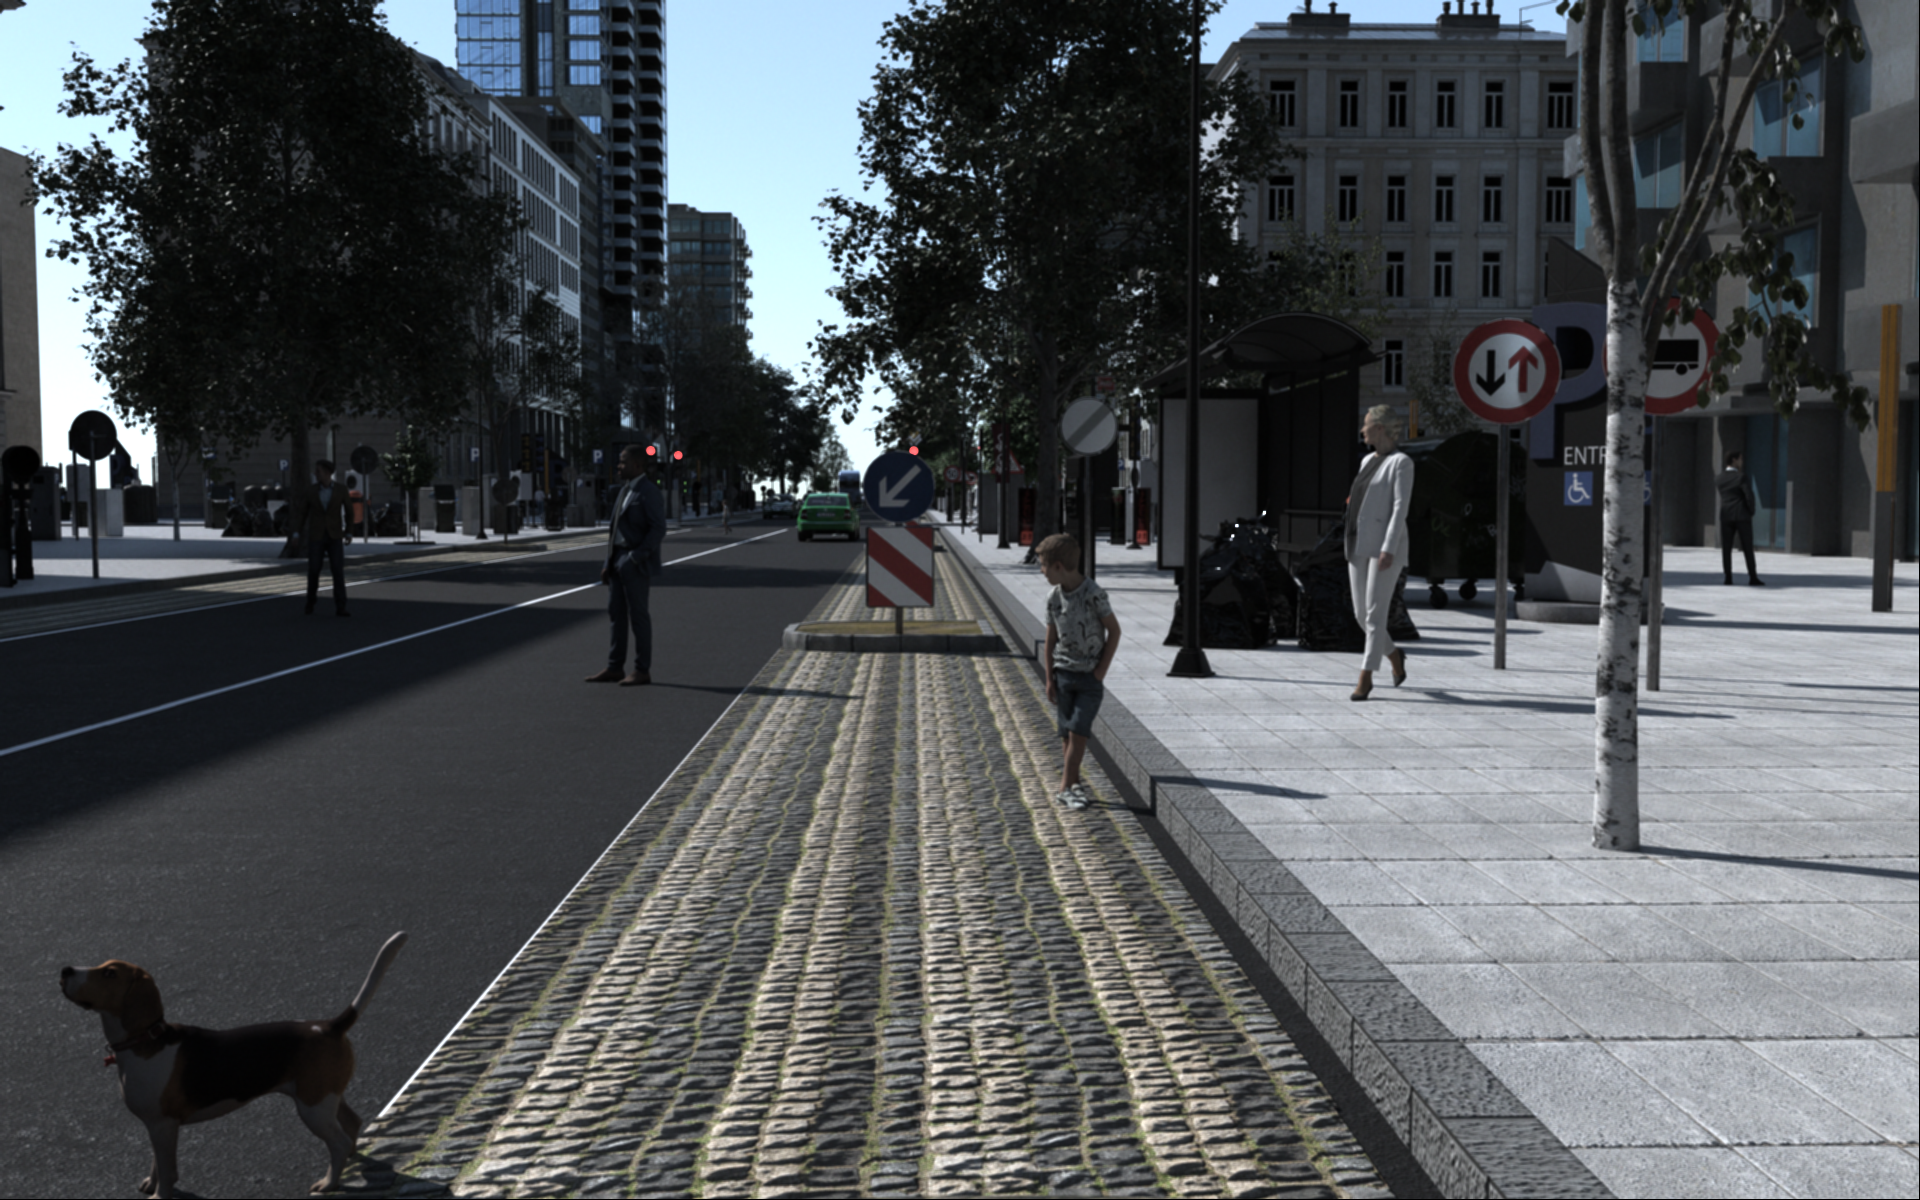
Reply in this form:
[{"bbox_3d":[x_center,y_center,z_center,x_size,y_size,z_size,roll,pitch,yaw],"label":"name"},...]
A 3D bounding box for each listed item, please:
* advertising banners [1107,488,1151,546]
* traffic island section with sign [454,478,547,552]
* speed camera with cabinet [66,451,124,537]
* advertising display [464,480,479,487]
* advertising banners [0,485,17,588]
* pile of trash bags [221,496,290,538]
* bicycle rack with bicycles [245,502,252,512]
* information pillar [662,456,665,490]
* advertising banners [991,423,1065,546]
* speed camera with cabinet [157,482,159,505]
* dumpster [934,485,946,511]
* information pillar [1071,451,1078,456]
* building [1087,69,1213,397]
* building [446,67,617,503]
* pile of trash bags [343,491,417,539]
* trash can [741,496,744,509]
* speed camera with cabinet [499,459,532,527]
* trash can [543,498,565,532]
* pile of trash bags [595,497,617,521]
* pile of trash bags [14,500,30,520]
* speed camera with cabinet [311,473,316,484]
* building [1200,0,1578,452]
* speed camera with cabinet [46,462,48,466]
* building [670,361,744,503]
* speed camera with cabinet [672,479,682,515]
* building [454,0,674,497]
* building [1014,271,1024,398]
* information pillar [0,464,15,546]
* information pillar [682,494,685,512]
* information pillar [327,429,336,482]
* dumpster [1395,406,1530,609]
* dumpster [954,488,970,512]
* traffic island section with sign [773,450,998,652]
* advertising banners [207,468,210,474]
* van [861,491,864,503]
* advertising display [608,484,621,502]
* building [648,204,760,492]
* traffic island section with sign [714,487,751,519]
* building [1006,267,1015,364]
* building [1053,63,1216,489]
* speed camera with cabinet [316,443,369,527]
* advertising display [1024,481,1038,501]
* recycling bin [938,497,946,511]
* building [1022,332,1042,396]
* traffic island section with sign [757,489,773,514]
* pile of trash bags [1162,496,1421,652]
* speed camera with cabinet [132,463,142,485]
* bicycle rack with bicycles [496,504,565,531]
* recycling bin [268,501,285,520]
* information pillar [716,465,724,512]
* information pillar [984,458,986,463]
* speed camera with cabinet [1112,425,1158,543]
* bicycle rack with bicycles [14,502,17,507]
[{"bbox_3d":[4.528,-2.873,43.166,2.074,3.025,0.090,3,5,42],"label":"advertising banners"},{"bbox_3d":[-11.454,-2.126,43.392,1.989,1.847,2.006,0,4,-2],"label":"traffic island section with sign"},{"bbox_3d":[-26.214,-3.554,52.437,2.038,3.252,0.660,2,4,32],"label":"speed camera with cabinet"},{"bbox_3d":[-22.088,-4.513,79.000,0.974,1.923,0.123,-2,4,-31],"label":"advertising display"},{"bbox_3d":[-13.720,-1.720,24.310,2.074,3.025,0.090,3,5,42],"label":"advertising banners"},{"bbox_3d":[-20.386,-2.564,51.669,3.447,1.369,1.912,2,4,31],"label":"pile of trash bags"},{"bbox_3d":[-34.047,-4.118,80.711,2.852,0.926,2.925,1,4,21],"label":"bicycle rack with bicycles"},{"bbox_3d":[-18.138,-7.009,105.952,0.183,3.616,0.504,-1,4,-13],"label":"information pillar"},{"bbox_3d":[1.672,-2.821,42.308,2.074,3.025,0.090,2,4,29],"label":"advertising banners"},{"bbox_3d":[-59.772,-8.351,130.872,2.038,3.252,0.660,0,4,2],"label":"speed camera with cabinet"},{"bbox_3d":[-1.311,-8.052,134.141,1.502,2.255,1.985,0,4,-2],"label":"dumpster"},{"bbox_3d":[2.971,-3.122,42.405,0.504,3.616,0.183,1,4,11],"label":"information pillar"},{"bbox_3d":[19.382,-29.772,170.373,14.154,41.232,14.086,0,4,-2],"label":"building"},{"bbox_3d":[-47.208,-28.750,161.947,32.217,40.220,23.993,0,4,-2],"label":"building"},{"bbox_3d":[-17.484,-2.548,51.416,1.912,1.369,3.447,0,4,-3],"label":"pile of trash bags"},{"bbox_3d":[-18.422,-8.159,145.047,0.748,1.137,0.748,0,3,0],"label":"trash can"},{"bbox_3d":[-17.594,-4.489,67.736,2.038,3.252,0.660,3,4,39],"label":"speed camera with cabinet"},{"bbox_3d":[-13.953,-2.928,59.533,0.748,1.137,0.748,0,3,0],"label":"trash can"},{"bbox_3d":[-16.509,-4.545,84.062,1.912,1.369,3.447,-2,4,-30],"label":"pile of trash bags"},{"bbox_3d":[-46.917,-4.724,86.987,3.447,1.369,1.912,-3,5,-40],"label":"pile of trash bags"},{"bbox_3d":[-28.440,-5.096,77.660,2.038,3.252,0.660,1,4,10],"label":"speed camera with cabinet"},{"bbox_3d":[23.828,-18.986,96.328,20.117,28.700,13.634,0,4,-2],"label":"building"},{"bbox_3d":[-55.703,-6.899,107.134,2.038,3.252,0.660,-2,4,-35],"label":"speed camera with cabinet"},{"bbox_3d":[-48.068,-25.534,262.518,27.650,21.520,28.899,0,4,-2],"label":"building"},{"bbox_3d":[-17.034,-6.724,104.274,0.660,3.252,2.038,-1,4,-10],"label":"speed camera with cabinet"},{"bbox_3d":[-42.766,-53.544,188.113,22.319,86.520,31.000,0,4,-2],"label":"building"},{"bbox_3d":[15.568,-36.199,275.445,14.154,41.232,14.086,0,4,-2],"label":"building"},{"bbox_3d":[-23.544,-2.337,42.696,0.304,2.012,0.304,2,4,34],"label":"information pillar"},{"bbox_3d":[-19.958,-7.370,124.993,0.304,2.012,0.304,-1,4,-15],"label":"information pillar"},{"bbox_3d":[-21.511,-4.156,59.308,0.183,3.616,0.504,-3,5,-44],"label":"information pillar"},{"bbox_3d":[5.728,-1.073,20.044,1.502,2.255,1.985,0,4,-2],"label":"dumpster"},{"bbox_3d":[0.132,-7.680,128.066,1.502,2.255,1.985,0,4,-2],"label":"dumpster"},{"bbox_3d":[-0.678,-0.482,16.508,1.989,1.847,2.006,0,4,-2],"label":"traffic island section with sign"},{"bbox_3d":[-36.347,-5.392,84.343,0.090,3.025,2.074,0,4,-5],"label":"advertising banners"},{"bbox_3d":[-13.124,-14.053,236.783,2.013,2.044,4.112,0,4,-1],"label":"van"},{"bbox_3d":[-22.142,-6.495,111.411,0.974,1.923,0.123,1,4,14],"label":"advertising display"},{"bbox_3d":[-46.532,-41.106,291.687,23.786,49.044,30.456,0,4,-2],"label":"building"},{"bbox_3d":[-13.002,-5.535,99.128,1.989,1.847,2.006,0,4,-2],"label":"traffic island section with sign"},{"bbox_3d":[18.333,-46.172,296.903,21.231,58.520,28.212,0,4,-2],"label":"building"},{"bbox_3d":[21.282,-34.518,188.064,21.300,48.544,21.600,0,4,-2],"label":"building"},{"bbox_3d":[-23.755,-4.433,66.821,2.038,3.252,0.660,2,4,29],"label":"speed camera with cabinet"},{"bbox_3d":[2.867,-3.833,67.880,0.974,1.923,0.123,-1,4,-11],"label":"advertising display"},{"bbox_3d":[-1.148,-7.099,128.626,0.722,1.027,0.722,3,5,44],"label":"recycling bin"},{"bbox_3d":[16.208,-29.889,260.388,14.160,30.474,14.107,0,4,-2],"label":"building"},{"bbox_3d":[-13.751,-7.186,126.121,1.989,1.847,2.006,0,4,-2],"label":"traffic island section with sign"},{"bbox_3d":[3.249,-0.358,15.605,1.912,1.369,3.447,2,4,30],"label":"pile of trash bags"},{"bbox_3d":[-53.455,-7.183,111.780,0.660,3.252,2.038,-3,5,-43],"label":"speed camera with cabinet"},{"bbox_3d":[-15.364,-2.971,61.954,2.852,0.926,2.925,0,4,-2],"label":"bicycle rack with bicycles"},{"bbox_3d":[-26.495,-3.358,67.454,0.722,1.027,0.722,0,4,-7],"label":"recycling bin"},{"bbox_3d":[-17.219,-8.129,124.261,0.504,3.616,0.183,-1,4,-23],"label":"information pillar"},{"bbox_3d":[1.465,-6.462,97.013,0.183,3.616,0.504,-2,4,-25],"label":"information pillar"},{"bbox_3d":[4.637,-3.163,46.059,0.660,3.252,2.038,-1,4,-16],"label":"speed camera with cabinet"},{"bbox_3d":[-42.734,-3.880,76.816,2.925,0.926,2.852,3,4,38],"label":"bicycle rack with bicycles"}]
